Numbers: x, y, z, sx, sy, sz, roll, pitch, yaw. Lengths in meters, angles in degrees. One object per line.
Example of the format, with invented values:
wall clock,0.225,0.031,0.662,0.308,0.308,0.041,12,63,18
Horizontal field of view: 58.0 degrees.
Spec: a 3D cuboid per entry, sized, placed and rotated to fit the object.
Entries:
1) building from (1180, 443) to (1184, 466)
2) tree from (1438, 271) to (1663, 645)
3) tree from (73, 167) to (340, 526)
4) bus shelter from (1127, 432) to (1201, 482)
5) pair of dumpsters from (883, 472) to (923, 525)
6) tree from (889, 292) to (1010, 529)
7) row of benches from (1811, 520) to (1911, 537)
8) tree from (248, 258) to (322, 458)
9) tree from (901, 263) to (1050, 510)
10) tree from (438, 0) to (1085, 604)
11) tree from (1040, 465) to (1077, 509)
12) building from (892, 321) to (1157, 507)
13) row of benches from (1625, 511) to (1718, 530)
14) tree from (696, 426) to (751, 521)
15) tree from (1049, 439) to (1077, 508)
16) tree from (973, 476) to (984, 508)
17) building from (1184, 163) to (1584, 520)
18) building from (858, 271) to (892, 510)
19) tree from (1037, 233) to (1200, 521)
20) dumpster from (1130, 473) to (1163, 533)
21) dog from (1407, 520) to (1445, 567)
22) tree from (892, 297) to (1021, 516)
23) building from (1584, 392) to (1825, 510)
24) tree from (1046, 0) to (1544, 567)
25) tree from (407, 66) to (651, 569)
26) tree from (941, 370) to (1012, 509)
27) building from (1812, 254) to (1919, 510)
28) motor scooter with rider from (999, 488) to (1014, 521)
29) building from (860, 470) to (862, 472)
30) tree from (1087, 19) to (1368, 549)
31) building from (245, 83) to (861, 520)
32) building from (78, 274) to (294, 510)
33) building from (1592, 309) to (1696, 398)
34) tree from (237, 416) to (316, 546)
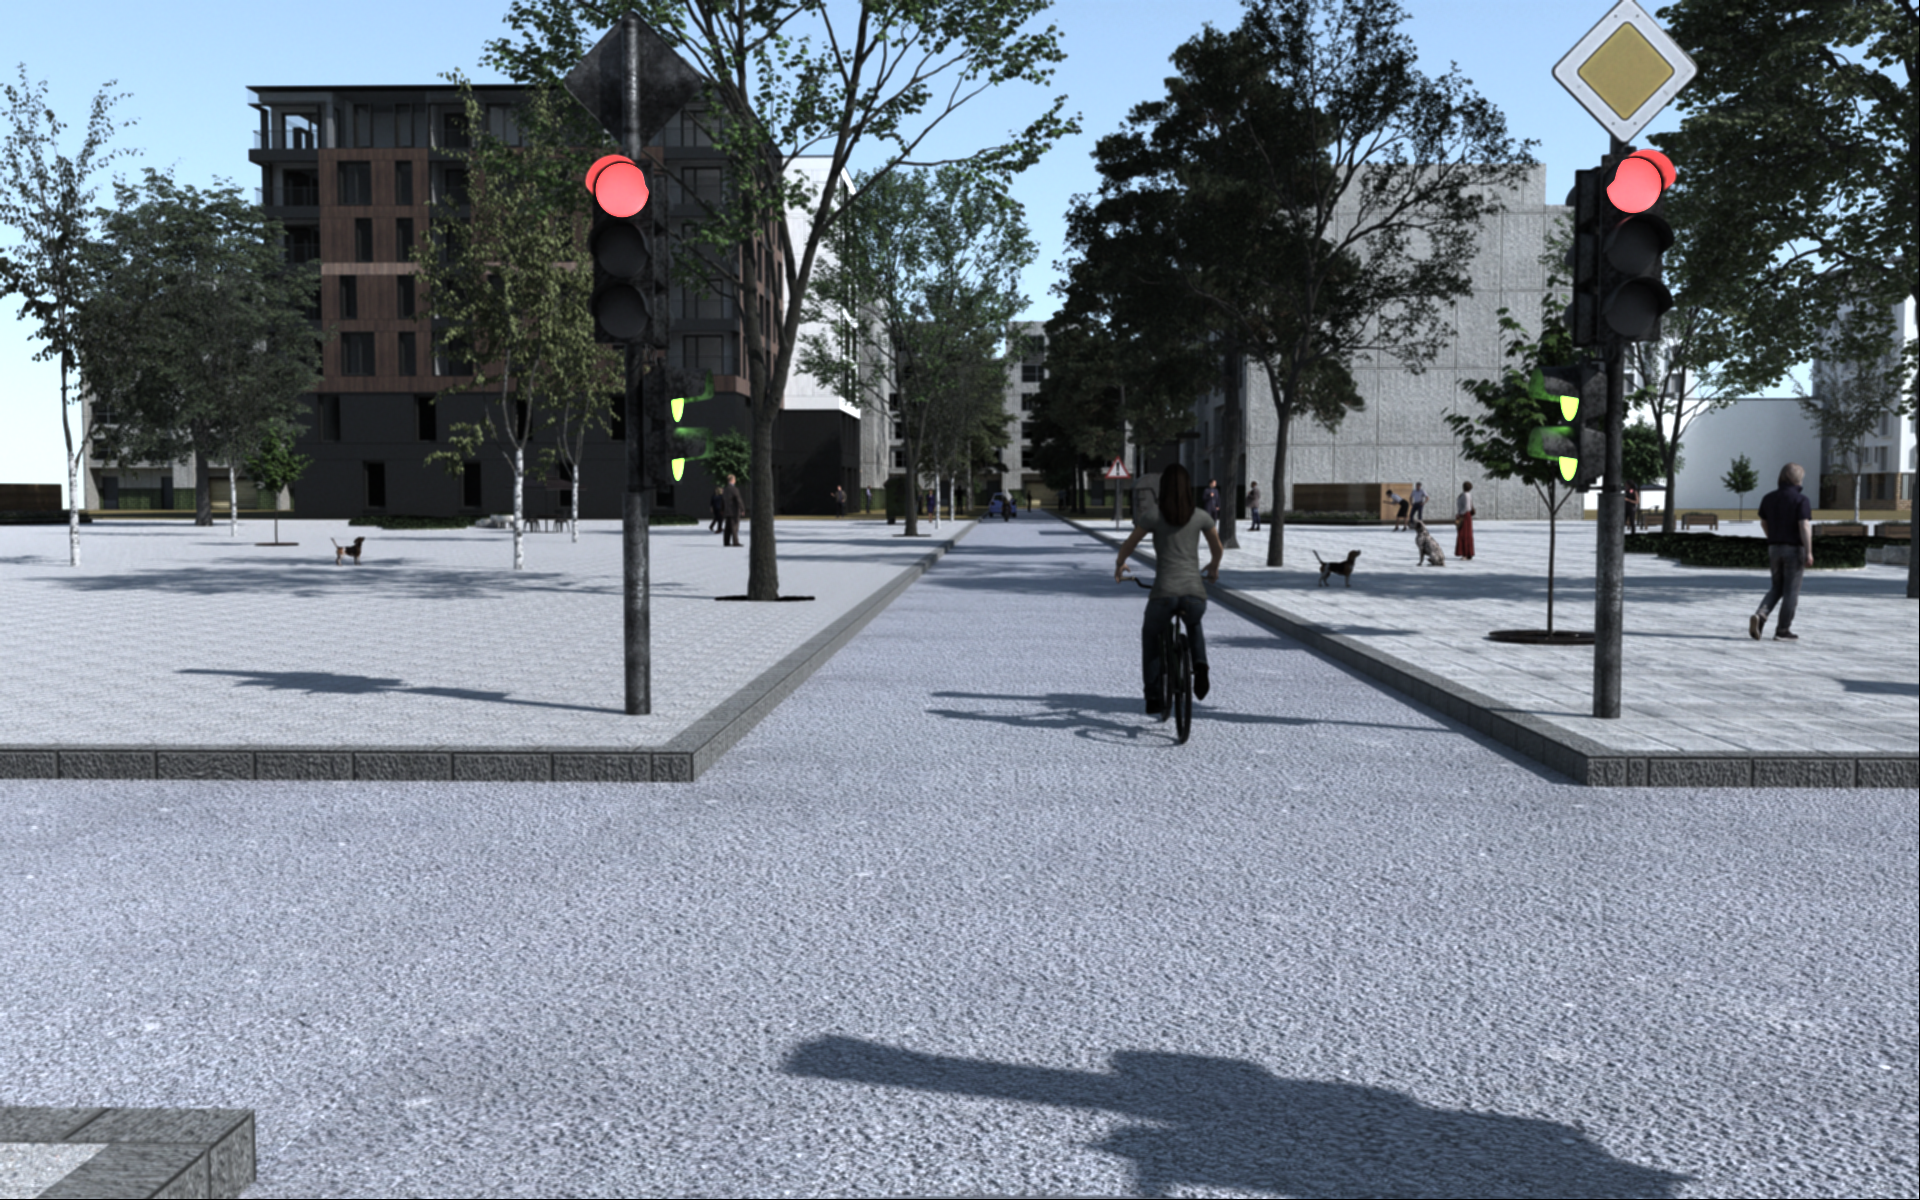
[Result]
building,26.453,-20.094,184.953,11.380,20.091,16.016,0,4,2
tree,5.204,-1.262,15.236,1.663,3.219,1.824,0,3,0
tree,-30.137,-9.922,68.886,9.857,13.997,8.962,0,3,0
bus shelter,7.248,-5.214,62.884,2.179,5.291,8.768,0,4,2
pair of dumpsters,-2.449,-4.350,73.619,1.574,2.255,4.436,0,4,2
tree,-0.602,-6.926,63.606,4.360,8.622,3.978,0,3,0
row of benches,22.576,-1.582,41.323,4.104,0.672,1.422,0,4,6
tree,-21.763,-6.222,52.087,4.360,8.622,3.978,0,3,0
tree,2.008,-17.287,138.527,12.611,20.169,13.585,0,3,0
tree,-2.245,-5.806,20.678,9.928,11.665,9.643,0,3,0
tree,8.497,-10.155,149.739,4.285,4.588,4.351,0,3,0
building,4.872,-19.516,185.546,31.486,18.905,16.747,0,4,2
row of benches,24.941,-2.852,62.093,4.104,0.672,1.422,0,4,6
tree,-10.752,-5.992,81.685,4.285,4.588,4.351,0,3,0
tree,9.669,-12.526,155.162,4.360,8.622,3.978,0,3,0
tree,1.340,-10.181,161.062,1.663,3.219,1.824,0,3,0
building,23.136,-14.379,101.560,16.747,18.905,31.486,0,4,2
building,-22.258,-17.075,145.629,31.486,18.905,16.747,0,4,2
tree,7.895,-10.775,83.601,7.806,13.903,7.818,0,3,0
dumpster,5.352,-2.557,47.558,1.264,1.857,1.865,0,4,2
dog,8.395,-1.002,30.761,0.513,0.831,0.800,-2,4,-24
tree,-0.234,-11.099,99.600,7.486,12.596,7.792,0,3,0
building,58.952,-12.563,147.558,28.070,9.664,9.099,0,4,2
tree,5.485,-5.850,30.057,8.767,10.594,7.601,1,4,13
tree,-7.573,-4.841,29.521,4.737,8.622,4.395,0,3,0
tree,1.048,-14.002,150.980,6.751,12.117,7.091,0,3,0
building,79.161,-17.524,142.938,11.380,20.091,16.016,0,4,2
motor scooter with rider,2.504,-5.084,92.082,0.876,1.779,1.986,0,4,0
building,-15.356,-16.458,125.510,16.016,20.091,11.380,0,4,2
tree,6.332,-7.231,40.284,6.751,12.117,7.091,0,3,0
building,-21.249,-15.842,102.997,27.936,21.610,32.646,0,4,2
building,-54.583,-17.151,146.880,31.486,18.905,16.747,0,4,2
building,69.461,-20.010,183.576,11.380,20.091,16.016,0,4,2
tree,-17.239,-2.976,43.266,1.663,3.219,1.824,0,3,0
